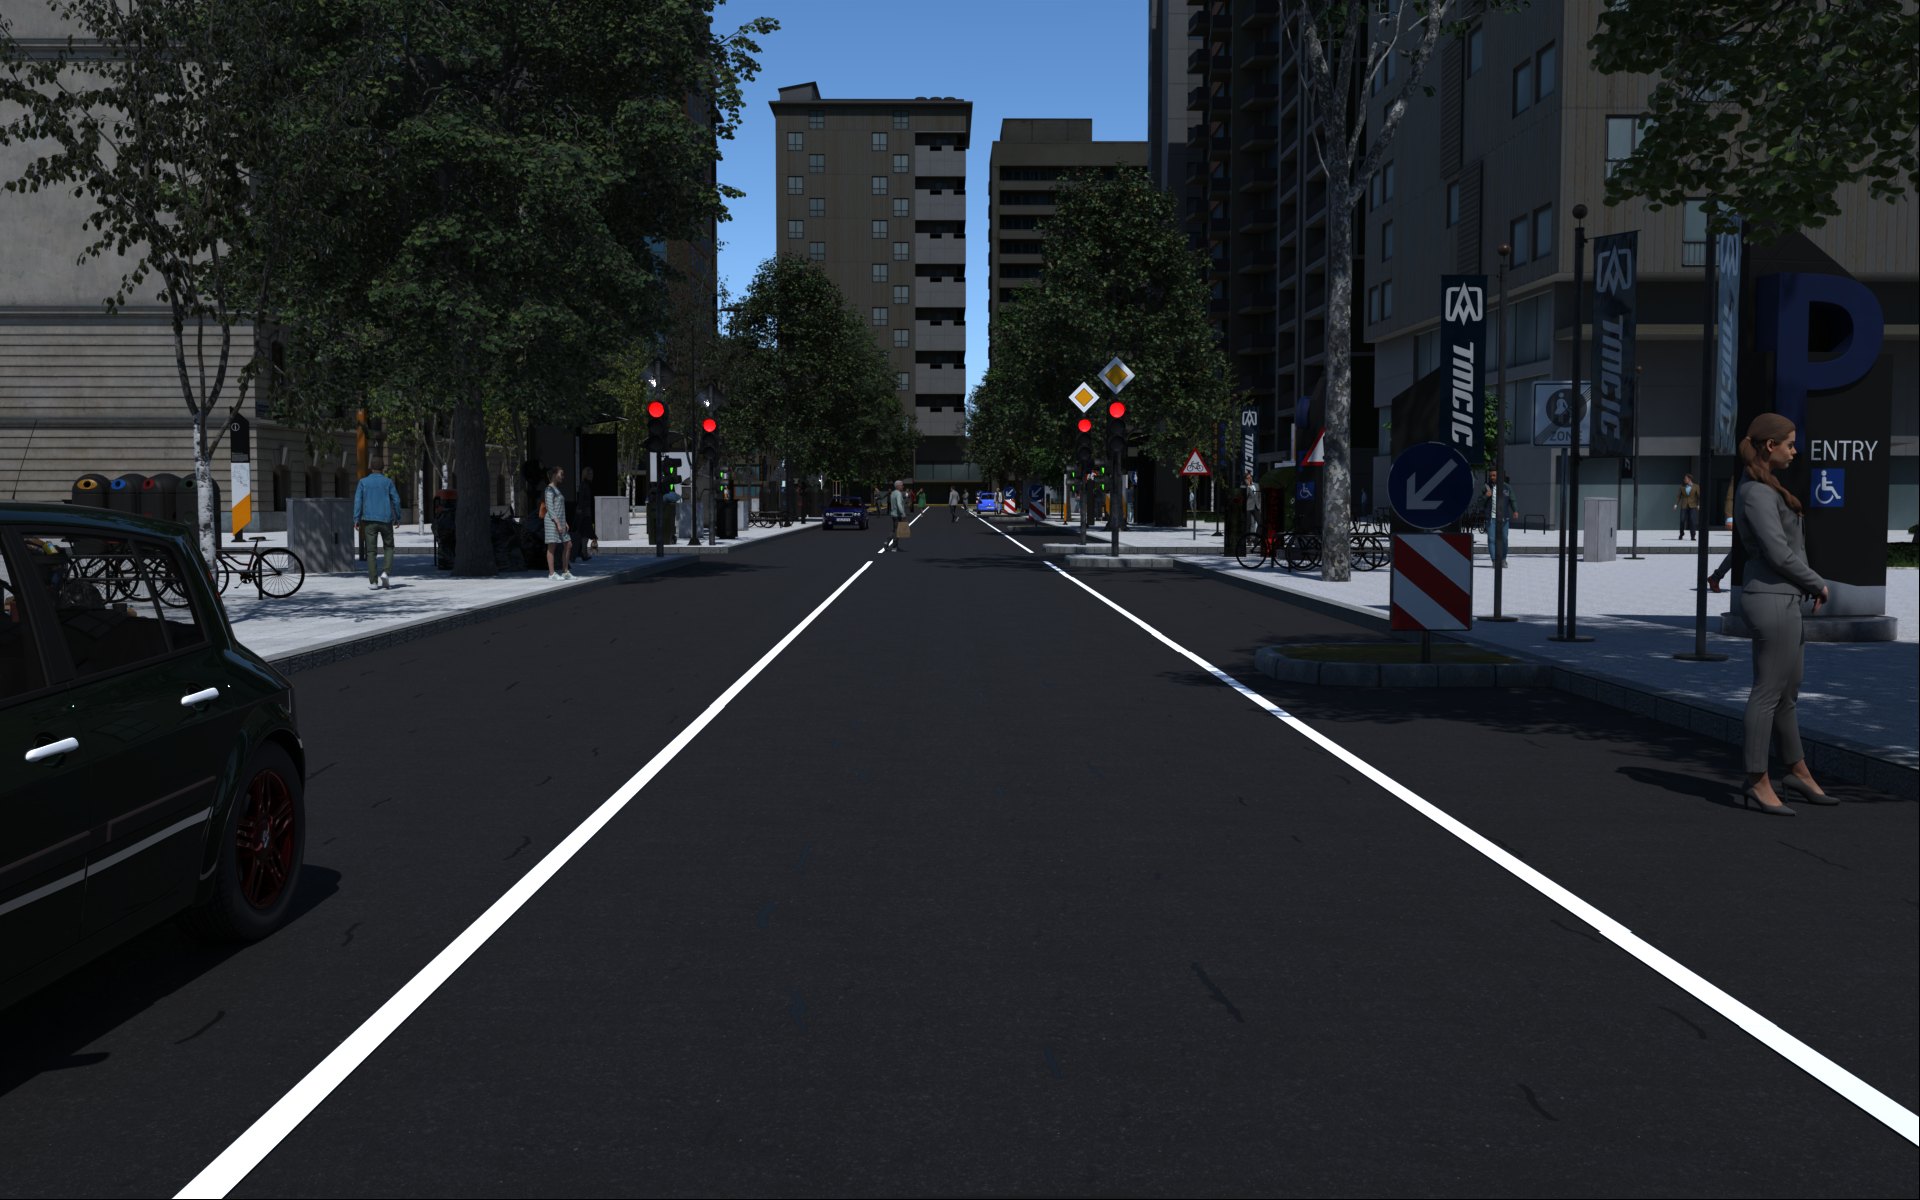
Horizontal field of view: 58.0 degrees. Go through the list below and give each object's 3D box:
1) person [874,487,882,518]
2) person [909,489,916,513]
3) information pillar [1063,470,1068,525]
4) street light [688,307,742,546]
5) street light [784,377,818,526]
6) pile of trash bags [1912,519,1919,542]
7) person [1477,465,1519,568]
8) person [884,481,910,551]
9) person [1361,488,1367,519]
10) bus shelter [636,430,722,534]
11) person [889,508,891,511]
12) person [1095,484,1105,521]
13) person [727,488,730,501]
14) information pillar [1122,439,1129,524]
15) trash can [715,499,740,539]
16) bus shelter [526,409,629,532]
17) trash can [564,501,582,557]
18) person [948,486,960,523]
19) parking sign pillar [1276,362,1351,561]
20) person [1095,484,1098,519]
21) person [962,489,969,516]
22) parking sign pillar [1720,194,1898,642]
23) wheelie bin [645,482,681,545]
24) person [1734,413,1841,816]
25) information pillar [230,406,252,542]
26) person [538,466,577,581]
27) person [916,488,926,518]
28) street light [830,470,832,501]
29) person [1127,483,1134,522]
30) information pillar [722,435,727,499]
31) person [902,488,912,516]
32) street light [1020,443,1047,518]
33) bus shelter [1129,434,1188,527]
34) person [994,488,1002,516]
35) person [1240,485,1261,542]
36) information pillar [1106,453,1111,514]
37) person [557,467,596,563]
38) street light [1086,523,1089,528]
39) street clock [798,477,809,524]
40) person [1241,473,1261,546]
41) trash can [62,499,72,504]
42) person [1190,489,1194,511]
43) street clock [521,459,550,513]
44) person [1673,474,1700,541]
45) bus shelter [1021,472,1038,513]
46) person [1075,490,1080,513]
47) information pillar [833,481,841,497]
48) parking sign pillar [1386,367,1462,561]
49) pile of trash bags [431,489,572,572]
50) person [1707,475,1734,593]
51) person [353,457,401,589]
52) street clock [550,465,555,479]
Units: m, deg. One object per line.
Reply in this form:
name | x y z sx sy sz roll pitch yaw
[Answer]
person | -4.958 -5.881 104.458 0.447 1.846 0.655 -2 4 -32
person | -3.613 -7.378 129.060 0.705 1.831 1.348 -2 4 -32
information pillar | 4.414 -4.951 72.301 0.183 3.616 0.504 1 4 9
street light | -6.096 -4.316 43.114 1.470 5.913 1.316 0 4 -1
street light | -6.328 -5.887 68.789 1.470 5.913 1.316 0 4 -1
pile of trash bags | 26.420 -2.133 44.633 1.912 1.369 3.447 -2 4 -35
person | 9.261 -1.438 29.895 0.623 1.781 0.721 0 4 -1
person | -1.569 -2.088 43.123 0.515 1.767 0.782 -1 4 -23
person | 21.153 -5.066 90.689 0.330 1.601 0.589 2 4 23
bus shelter | -9.271 -3.901 57.703 2.014 3.302 5.546 0 4 -1
person | -5.954 -8.350 148.281 0.557 1.426 1.065 -2 4 -32
person | 6.694 -4.714 83.543 0.576 1.772 0.534 -1 4 -13
person | -12.859 -5.475 95.654 0.778 1.811 0.616 3 5 39
information pillar | 7.102 -5.085 74.493 0.183 3.616 0.504 -1 4 -13
trash can | -6.650 -2.312 49.454 0.748 1.137 0.748 0 3 0
bus shelter | -11.024 -3.614 50.368 1.731 3.624 6.357 0 4 0
trash can | -7.974 -1.452 35.392 0.748 1.137 0.748 0 3 0
person | -0.258 -4.785 86.576 0.795 1.843 0.661 3 5 43
parking sign pillar | 6.967 -2.784 33.998 1.447 3.967 1.447 2 4 27
person | 6.679 -4.747 84.202 0.519 1.759 0.362 2 4 34
person | 0.334 -6.521 115.296 0.466 1.800 0.511 -3 5 -44
parking sign pillar | 7.668 -1.657 15.563 1.447 3.967 1.447 -1 4 -12
wheelie bin | -7.532 -2.197 43.828 0.980 1.594 0.693 0 4 7
person | 3.749 0.061 7.775 0.573 1.790 0.520 0 4 6
information pillar | -19.124 -3.344 46.022 0.504 3.616 0.183 0 4 -5
person | -5.998 -1.141 25.708 0.522 1.701 0.512 0 4 1
person | -2.318 -5.897 105.160 0.600 1.795 0.529 1 4 20
street light | -6.537 -7.471 94.691 1.470 5.913 1.316 0 4 -1
person | 7.807 -4.440 78.983 0.623 1.781 0.721 -1 4 -20
information pillar | -9.403 -4.754 69.084 0.183 3.616 0.504 -1 4 -18
person | -3.578 -6.548 115.515 0.622 1.834 0.822 -2 4 -25
street light | 3.934 -7.333 92.431 1.470 5.913 1.316 0 4 -1
bus shelter | 7.976 -4.803 69.812 1.731 3.624 6.357 0 4 0
person | 2.511 -6.561 115.649 0.514 1.842 0.818 -1 4 -12
person | 7.719 -2.459 46.350 0.694 1.812 0.767 0 4 -1
information pillar | 6.538 -5.136 75.328 0.183 3.616 0.504 -2 4 -32
person | -7.315 -1.636 33.013 0.699 1.804 1.509 1 4 18
street light | 4.196 -5.709 65.877 1.470 5.913 1.316 0 4 -1
street clock | -6.709 -4.254 74.122 0.471 2.002 0.358 0 4 -4
person | 7.212 -2.229 42.669 0.592 1.802 0.473 0 4 -5
trash can | -23.377 -2.093 45.876 0.748 1.137 0.748 0 3 0
person | 15.709 -6.711 117.575 0.330 1.601 0.589 0 4 3
street clock | -8.786 -1.905 35.718 0.471 2.002 0.358 -2 4 -24
person | 20.163 -2.574 48.033 0.656 1.842 0.836 0 4 1
bus shelter | 4.906 -7.272 112.813 2.014 3.302 5.546 0 4 -1
person | 8.031 -6.775 116.829 0.555 1.821 0.388 0 4 2
information pillar | -6.867 -5.632 96.580 0.304 2.012 0.304 -3 5 -41
parking sign pillar | 8.935 -2.733 33.150 1.447 3.967 1.447 1 4 23
pile of trash bags | -8.242 -1.236 29.955 1.912 1.369 3.447 -3 5 -42
person | 10.088 -1.001 22.312 0.836 1.842 0.656 2 4 31
person | -7.801 -1.029 23.204 0.601 1.785 0.444 -1 4 -15
street clock | -10.126 -2.341 42.842 0.471 2.002 0.358 -2 4 -35
